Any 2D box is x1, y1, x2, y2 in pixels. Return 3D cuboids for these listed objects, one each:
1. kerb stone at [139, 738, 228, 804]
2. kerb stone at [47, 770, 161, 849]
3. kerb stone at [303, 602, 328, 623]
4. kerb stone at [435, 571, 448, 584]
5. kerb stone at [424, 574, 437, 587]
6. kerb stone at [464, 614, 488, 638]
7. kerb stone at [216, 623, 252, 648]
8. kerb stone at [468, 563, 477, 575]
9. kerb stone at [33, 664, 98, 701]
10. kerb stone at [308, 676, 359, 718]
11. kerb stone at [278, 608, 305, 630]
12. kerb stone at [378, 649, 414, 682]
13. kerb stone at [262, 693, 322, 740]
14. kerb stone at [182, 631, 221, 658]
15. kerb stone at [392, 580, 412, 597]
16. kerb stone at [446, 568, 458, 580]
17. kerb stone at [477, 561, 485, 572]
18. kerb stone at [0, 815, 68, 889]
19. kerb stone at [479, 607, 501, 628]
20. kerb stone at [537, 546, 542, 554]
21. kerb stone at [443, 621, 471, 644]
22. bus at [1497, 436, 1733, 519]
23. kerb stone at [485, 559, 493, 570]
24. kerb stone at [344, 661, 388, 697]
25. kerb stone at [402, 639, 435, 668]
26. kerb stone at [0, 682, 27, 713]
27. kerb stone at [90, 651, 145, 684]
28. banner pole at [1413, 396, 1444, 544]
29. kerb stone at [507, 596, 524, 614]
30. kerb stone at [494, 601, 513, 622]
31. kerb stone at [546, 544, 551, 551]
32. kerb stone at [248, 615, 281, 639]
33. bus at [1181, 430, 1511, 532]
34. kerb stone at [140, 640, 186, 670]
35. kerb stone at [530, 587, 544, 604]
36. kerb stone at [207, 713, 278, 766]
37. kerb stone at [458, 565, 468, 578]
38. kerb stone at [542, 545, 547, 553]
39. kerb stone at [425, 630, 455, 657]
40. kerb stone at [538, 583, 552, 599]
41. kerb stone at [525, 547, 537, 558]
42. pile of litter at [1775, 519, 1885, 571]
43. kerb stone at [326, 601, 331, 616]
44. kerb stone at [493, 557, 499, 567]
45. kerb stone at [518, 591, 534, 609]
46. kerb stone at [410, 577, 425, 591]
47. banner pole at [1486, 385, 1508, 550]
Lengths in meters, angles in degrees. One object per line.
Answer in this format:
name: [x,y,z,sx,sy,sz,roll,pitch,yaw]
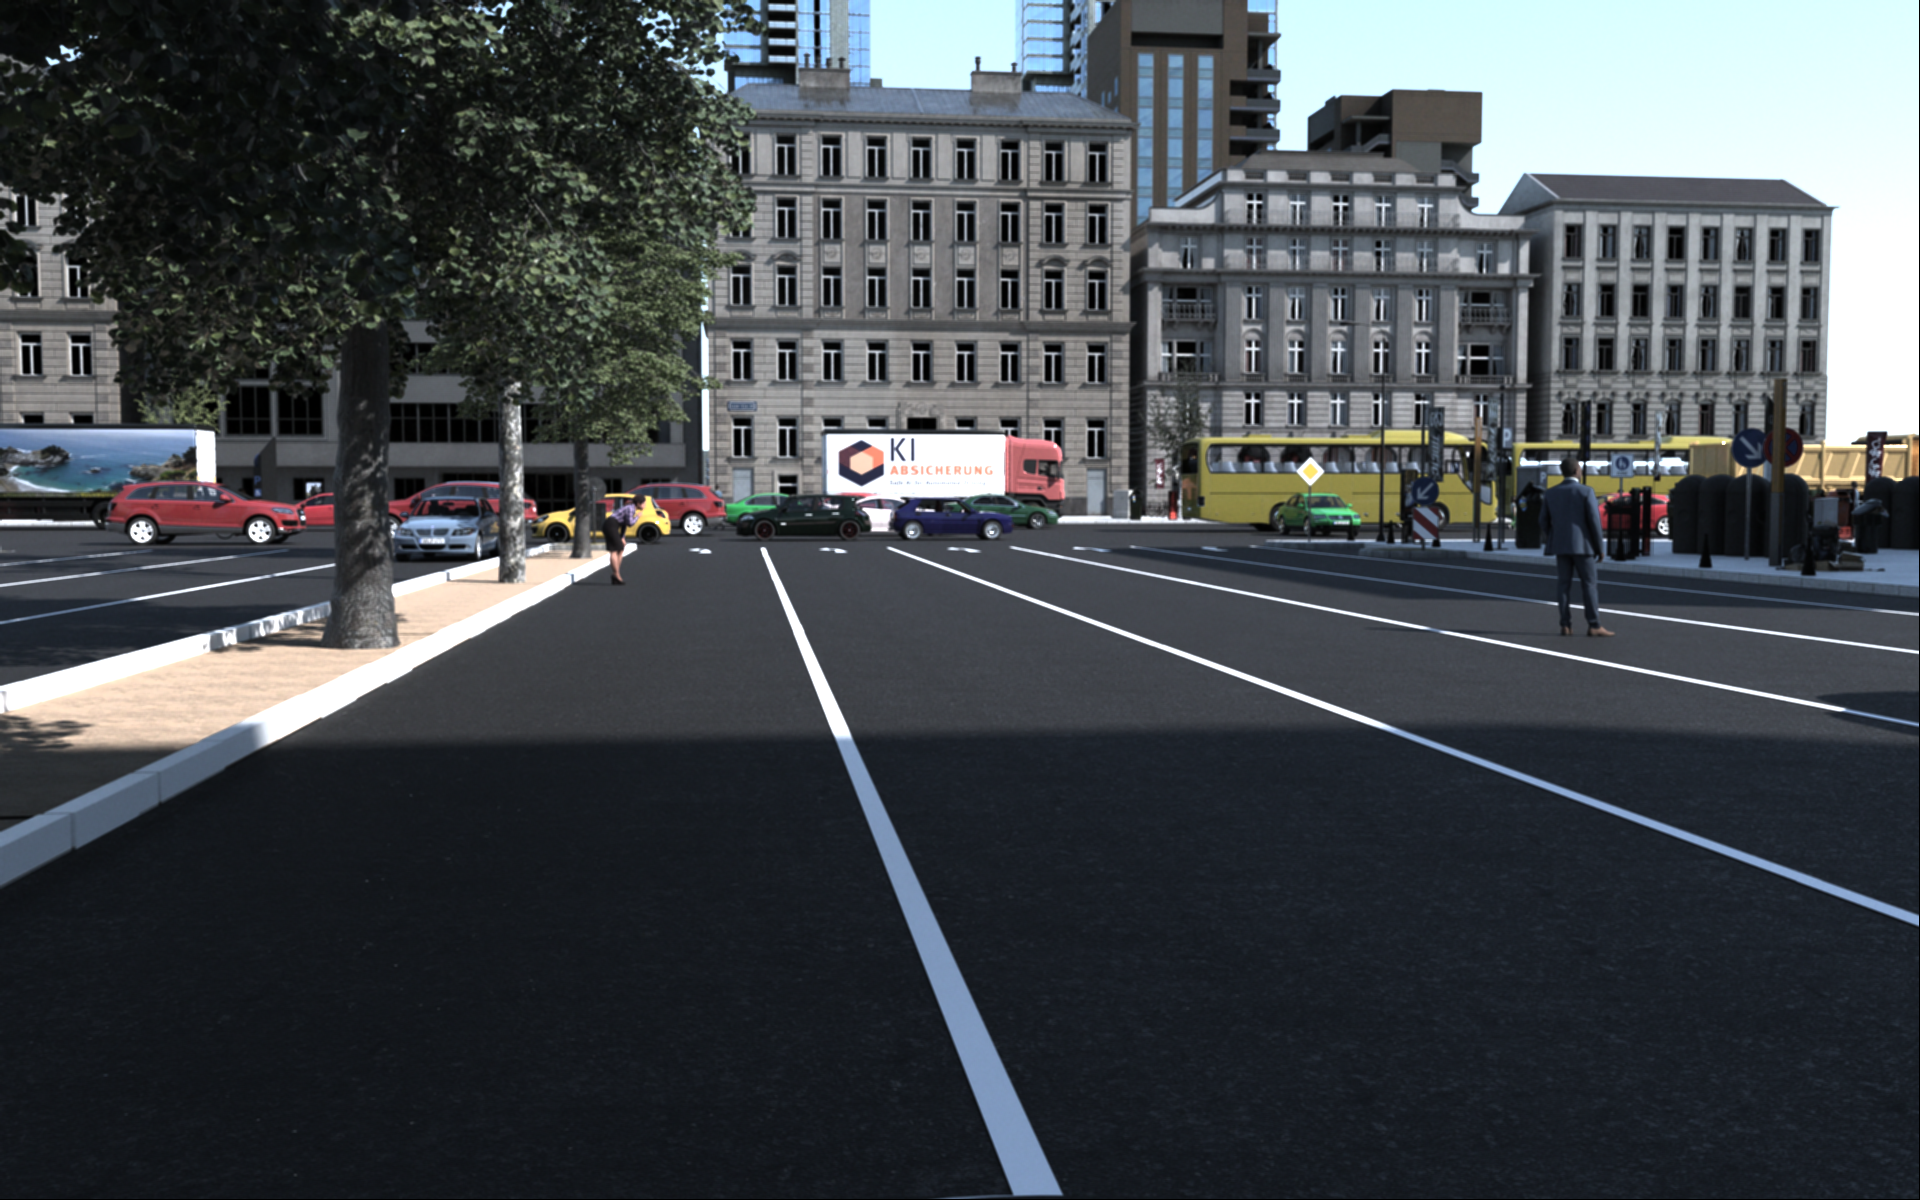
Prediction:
kerb stone: [-3.819,0.838,8.500,0.120,0.150,1.000,0,4,-7]
kerb stone: [-3.687,0.901,7.470,0.120,0.150,1.000,0,4,-7]
kerb stone: [-7.340,0.163,19.534,0.120,0.150,1.000,0,4,-7]
kerb stone: [-8.382,-0.337,27.699,0.120,0.150,1.000,0,4,-7]
kerb stone: [-8.251,-0.274,26.679,0.120,0.150,1.000,0,4,-7]
kerb stone: [-4.986,0.275,17.693,0.120,0.150,1.000,0,4,-7]
kerb stone: [-6.958,0.351,16.464,0.120,0.150,1.000,0,4,-7]
kerb stone: [-8.771,-0.522,30.770,0.120,0.150,1.000,0,4,-7]
kerb stone: [-6.428,0.600,12.381,0.120,0.150,1.000,0,4,-7]
kerb stone: [-4.205,0.653,11.564,0.120,0.150,1.000,0,4,-7]
kerb stone: [-7.214,0.225,18.509,0.120,0.150,1.000,0,4,-7]
kerb stone: [-4.462,0.529,13.604,0.120,0.150,1.000,0,4,-7]
kerb stone: [-4.086,0.713,10.542,0.120,0.150,1.000,0,4,-7]
kerb stone: [-6.824,0.413,15.443,0.120,0.150,1.000,0,4,-7]
kerb stone: [-7.989,-0.147,24.637,0.120,0.150,1.000,0,4,-7]
kerb stone: [-8.514,-0.400,28.728,0.120,0.150,1.000,0,4,-7]
kerb stone: [-8.905,-0.587,31.790,0.120,0.150,1.000,0,4,-7]
kerb stone: [-3.565,0.963,6.449,0.120,0.150,1.000,0,4,-7]
kerb stone: [-5.122,0.212,18.722,0.120,0.150,1.000,0,4,-7]
kerb stone: [-10.063,-1.149,40.987,0.120,0.150,1.000,0,4,-7]
kerb stone: [-4.872,0.338,16.671,0.120,0.150,1.000,0,4,-7]
bus: [28.702,-5.033,73.834,12.252,3.916,2.896,-1,4,-9]
kerb stone: [-9.027,-0.649,32.812,0.120,0.150,1.000,0,4,-7]
kerb stone: [-4.340,0.588,12.583,0.120,0.150,1.000,0,4,-7]
kerb stone: [-4.606,0.464,14.626,0.120,0.150,1.000,0,4,-7]
kerb stone: [-6.305,0.663,11.360,0.120,0.150,1.000,0,4,-7]
kerb stone: [-6.564,0.538,13.400,0.120,0.150,1.000,0,4,-7]
banner pole: [11.945,-3.302,43.998,0.401,3.779,0.863,-3,4,-39]
kerb stone: [-5.387,0.087,20.770,0.120,0.150,1.000,0,4,-7]
kerb stone: [-5.249,0.150,19.742,0.120,0.150,1.000,0,4,-7]
kerb stone: [-10.334,-1.273,43.039,0.120,0.150,1.000,0,4,-7]
kerb stone: [-7.078,0.290,17.488,0.120,0.150,1.000,0,4,-7]
bus: [14.785,-4.597,66.708,12.252,3.916,2.896,0,4,-8]
kerb stone: [-6.692,0.475,14.424,0.120,0.150,1.000,0,4,-7]
kerb stone: [-5.635,-0.038,22.813,0.120,0.150,1.000,0,4,-7]
kerb stone: [-3.958,0.775,9.519,0.120,0.150,1.000,0,4,-7]
kerb stone: [-8.631,-0.462,29.750,0.120,0.150,1.000,0,4,-7]
kerb stone: [-10.195,-1.206,42.021,0.120,0.150,1.000,0,4,-7]
kerb stone: [-4.731,0.405,15.653,0.120,0.150,1.000,0,4,-7]
kerb stone: [-5.770,-0.100,23.836,0.120,0.150,1.000,0,4,-7]
kerb stone: [-9.938,-1.087,39.962,0.120,0.150,1.000,0,4,-7]
pile of litter: [14.677,-0.928,29.146,1.719,0.858,1.176,2,4,25]
kerb stone: [-7.468,0.100,20.554,0.120,0.150,1.000,0,4,-7]
kerb stone: [-9.150,-0.712,33.832,0.120,0.150,1.000,0,4,-7]
kerb stone: [-5.512,0.025,21.792,0.120,0.150,1.000,0,4,-7]
kerb stone: [-8.119,-0.212,25.659,0.120,0.150,1.000,0,4,-7]
banner pole: [12.237,-3.030,39.563,0.863,3.779,0.401,-3,5,-43]
